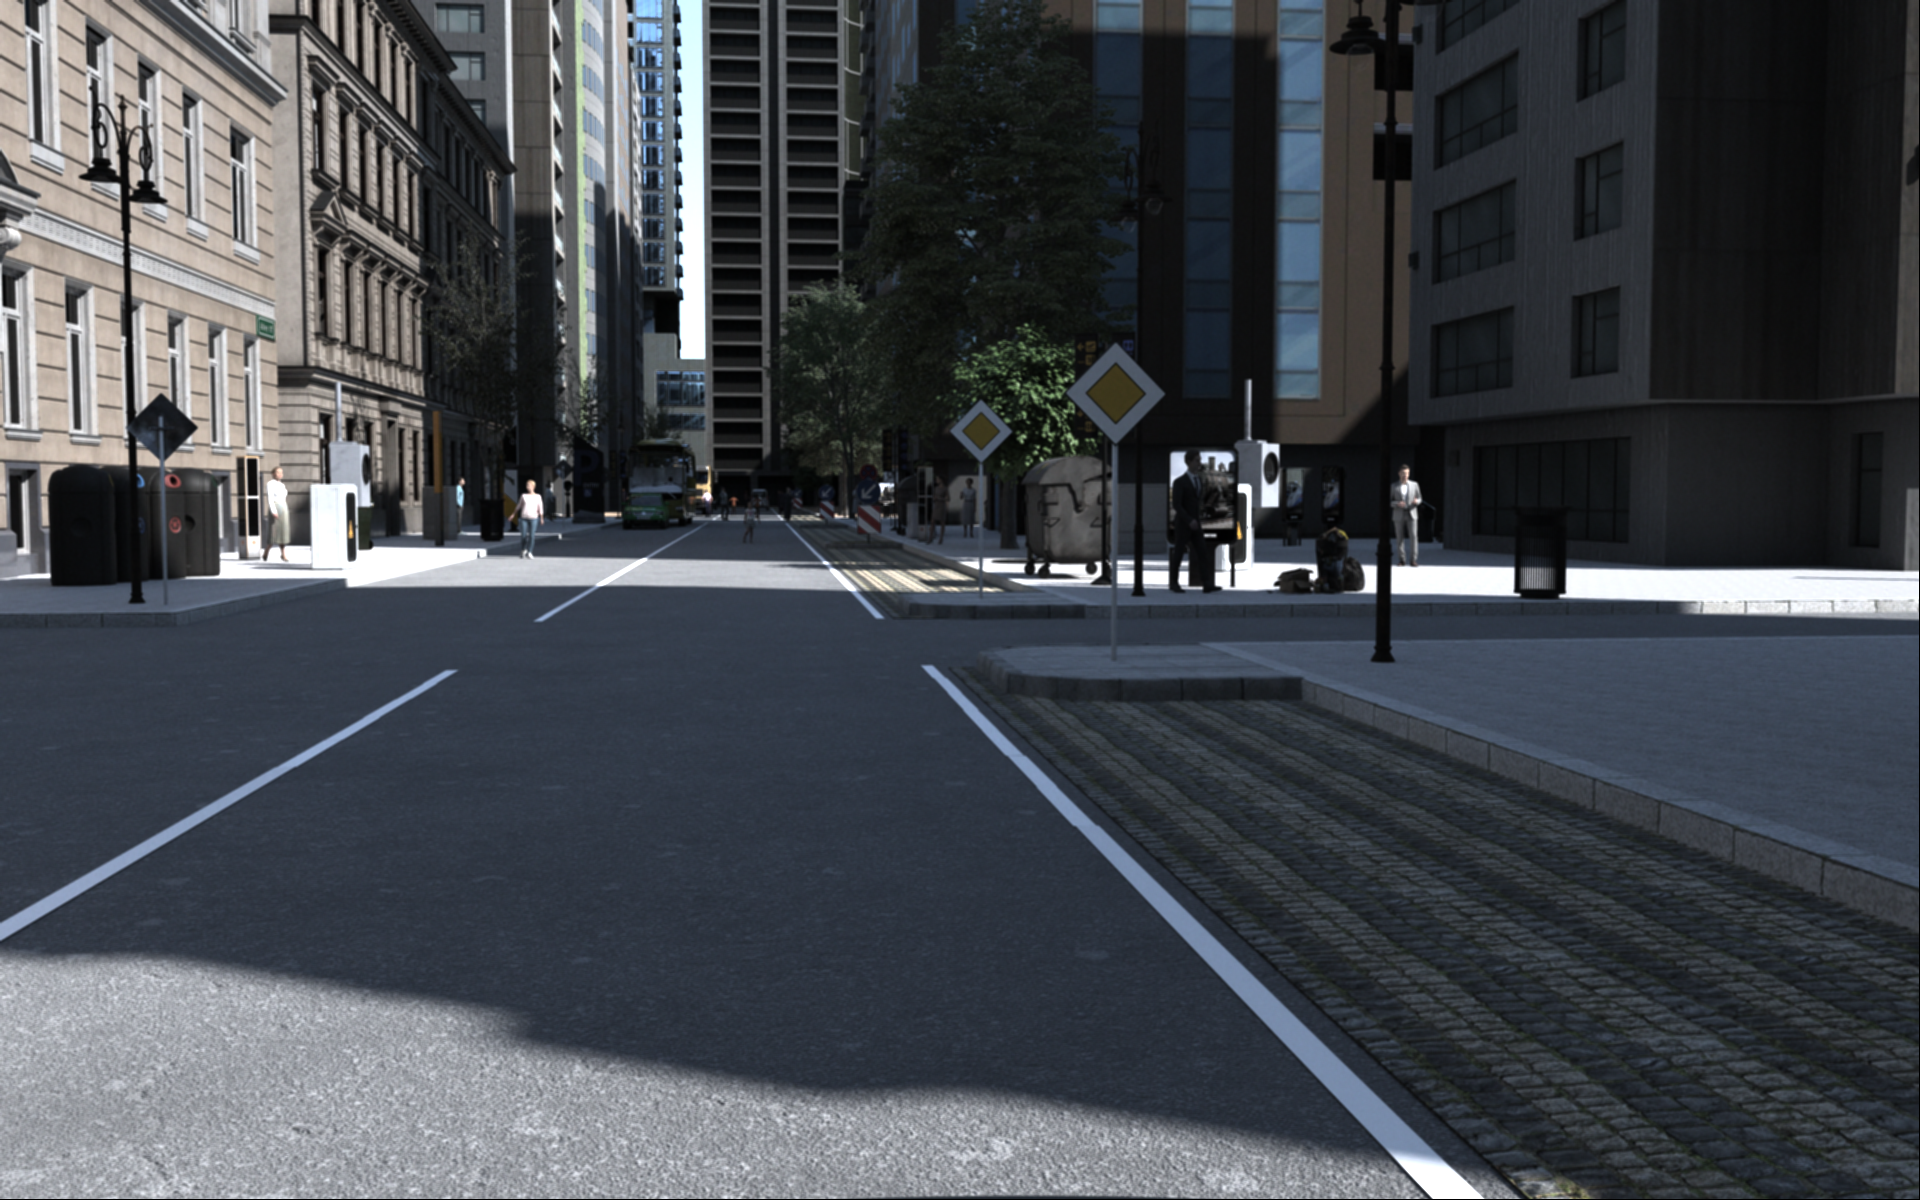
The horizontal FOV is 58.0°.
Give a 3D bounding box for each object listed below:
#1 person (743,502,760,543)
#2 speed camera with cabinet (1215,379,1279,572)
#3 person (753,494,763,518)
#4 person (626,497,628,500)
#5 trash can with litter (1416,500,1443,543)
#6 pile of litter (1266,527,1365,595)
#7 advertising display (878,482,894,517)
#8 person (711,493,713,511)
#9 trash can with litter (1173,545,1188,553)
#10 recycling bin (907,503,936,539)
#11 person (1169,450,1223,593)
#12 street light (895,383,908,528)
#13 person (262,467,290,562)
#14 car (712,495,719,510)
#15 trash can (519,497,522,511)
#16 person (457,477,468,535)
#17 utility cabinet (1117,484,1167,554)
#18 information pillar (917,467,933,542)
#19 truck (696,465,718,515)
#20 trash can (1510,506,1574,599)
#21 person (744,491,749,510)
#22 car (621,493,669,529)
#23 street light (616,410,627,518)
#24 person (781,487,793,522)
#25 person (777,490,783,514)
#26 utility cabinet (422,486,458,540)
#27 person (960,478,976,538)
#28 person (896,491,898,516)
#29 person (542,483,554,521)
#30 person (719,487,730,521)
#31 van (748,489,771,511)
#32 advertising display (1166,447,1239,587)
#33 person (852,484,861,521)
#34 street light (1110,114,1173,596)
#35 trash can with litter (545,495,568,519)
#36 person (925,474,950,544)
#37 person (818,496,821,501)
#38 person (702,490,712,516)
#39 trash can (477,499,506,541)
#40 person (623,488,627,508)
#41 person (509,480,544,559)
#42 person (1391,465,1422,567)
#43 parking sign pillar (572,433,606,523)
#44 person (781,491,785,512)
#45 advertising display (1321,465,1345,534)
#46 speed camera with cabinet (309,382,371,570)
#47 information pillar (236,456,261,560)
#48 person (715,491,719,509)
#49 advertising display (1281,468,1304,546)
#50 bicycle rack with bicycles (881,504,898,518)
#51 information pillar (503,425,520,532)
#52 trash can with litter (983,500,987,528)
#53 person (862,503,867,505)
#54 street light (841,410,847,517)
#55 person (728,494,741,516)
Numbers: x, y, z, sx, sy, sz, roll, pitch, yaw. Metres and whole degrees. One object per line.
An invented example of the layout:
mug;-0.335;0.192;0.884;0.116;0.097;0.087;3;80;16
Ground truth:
person;-6.110;-2.278;50.764;0.505;1.210;0.382;-1;4;-12
speed camera with cabinet;4.720;-2.140;29.327;0.660;3.252;2.038;3;4;36
person;-11.946;-5.511;101.858;1.065;1.426;0.557;2;4;35
person;-22.226;-6.815;117.556;0.705;1.814;1.350;1;4;16
trash can with litter;12.522;-2.107;45.833;1.055;1.170;0.624;0;4;5
pile of litter;4.650;-0.540;22.788;1.719;0.858;1.176;-2;4;-34
advertising display;-4.054;-5.506;95.233;0.974;1.923;0.123;-2;4;-26
person;-20.366;-8.123;141.455;0.705;1.807;1.348;-1;4;-11
trash can with litter;5.064;-1.592;37.412;1.055;1.170;0.624;3;5;41
recycling bin;-1.114;-2.271;49.678;0.722;1.027;0.722;-1;4;-11
person;3.036;-1.016;22.431;0.659;1.850;0.755;-3;5;-43
street light;-2.050;-5.255;58.704;0.468;5.910;1.993;0;4;-7
person;-13.002;-1.627;32.863;0.641;1.798;0.478;2;4;31
car;-23.000;-9.050;157.756;2.009;1.686;4.222;-1;4;-8
trash can;-19.373;-4.032;77.577;0.748;1.137;0.748;0;3;0
person;-15.885;-2.972;54.655;0.620;1.820;0.660;-1;4;-18
utility cabinet;3.834;-1.727;36.908;1.173;1.500;0.318;-2;4;-24
information pillar;-0.926;-2.562;46.382;0.304;2.012;0.304;3;4;38
truck;-18.199;-7.463;117.947;3.469;3.379;9.791;0;4;-7
trash can;7.152;-0.592;21.333;0.748;1.137;0.748;0;3;0
person;-19.749;-9.259;160.610;0.721;1.743;1.217;1;4;11
car;-12.981;-3.843;71.629;1.959;1.807;4.718;0;4;-8
street light;-18.352;-7.412;93.973;0.468;5.910;1.993;0;4;-7
person;-8.855;-4.885;88.797;0.576;1.772;0.534;-2;4;-35
person;-13.088;-7.122;125.871;0.541;1.710;0.530;-3;5;-42
utility cabinet;-14.509;-2.421;48.263;1.173;1.500;0.318;3;4;37
person;0.241;-2.719;51.069;0.480;1.755;0.524;0;4;0
person;-3.546;-5.858;101.784;1.348;1.831;0.705;2;4;28
person;-19.272;-4.570;80.994;0.641;1.798;0.478;-1;4;-11
person;-12.686;-5.181;93.399;0.473;1.802;0.592;3;5;45
van;-17.479;-8.805;150.980;2.013;2.044;4.112;0;4;-7
advertising display;3.342;-1.143;23.903;0.974;1.923;0.123;0;4;3
person;-4.839;-4.603;81.871;0.524;1.755;0.480;3;5;43
street light;2.245;-2.987;21.621;0.468;5.910;1.993;0;4;-7
trash can with litter;-20.810;-4.798;89.505;1.678;1.210;2.233;0;4;1
person;-0.561;-2.308;44.128;0.599;1.781;0.374;3;4;37
person;-10.805;-7.776;136.365;0.628;1.438;0.799;2;4;27
person;-16.247;-6.214;111.030;0.756;1.711;0.436;-2;4;-28
trash can;-12.744;-2.171;47.151;0.748;1.137;0.748;0;3;0
person;-23.162;-6.887;119.559;0.530;1.710;0.541;2;4;31
person;-9.673;-1.797;38.546;0.731;1.740;0.598;-1;4;-21
person;7.888;-1.495;30.693;0.606;1.804;0.583;0;4;5
parking sign pillar;-16.340;-5.362;76.140;1.447;3.967;1.447;0;4;-1
person;-14.344;-7.985;139.974;0.541;1.710;0.530;-2;4;-35
advertising display;8.455;-2.084;39.280;0.123;1.923;0.974;-1;4;-12
speed camera with cabinet;-10.711;-2.180;29.978;0.660;3.252;2.038;0;4;-6
information pillar;-13.919;-1.798;33.891;0.304;2.012;0.304;2;4;35
person;-23.912;-9.872;170.623;1.217;1.735;0.721;-2;4;-34
advertising display;8.220;-2.298;42.792;0.123;1.923;0.974;3;4;37
bicycle rack with bicycles;-2.507;-4.817;92.148;2.925;0.926;2.852;1;4;21
information pillar;-15.302;-4.137;58.991;0.504;3.616;0.183;-3;5;-39
trash can with litter;1.079;-3.311;65.521;0.624;1.170;1.055;-1;4;-18
person;-4.396;-4.529;80.352;0.793;1.790;0.793;-1;4;-23
street light;-6.354;-7.497;95.371;0.468;5.910;1.993;0;4;-7
person;-15.069;-6.325;115.180;1.065;1.426;0.557;-2;4;-27
